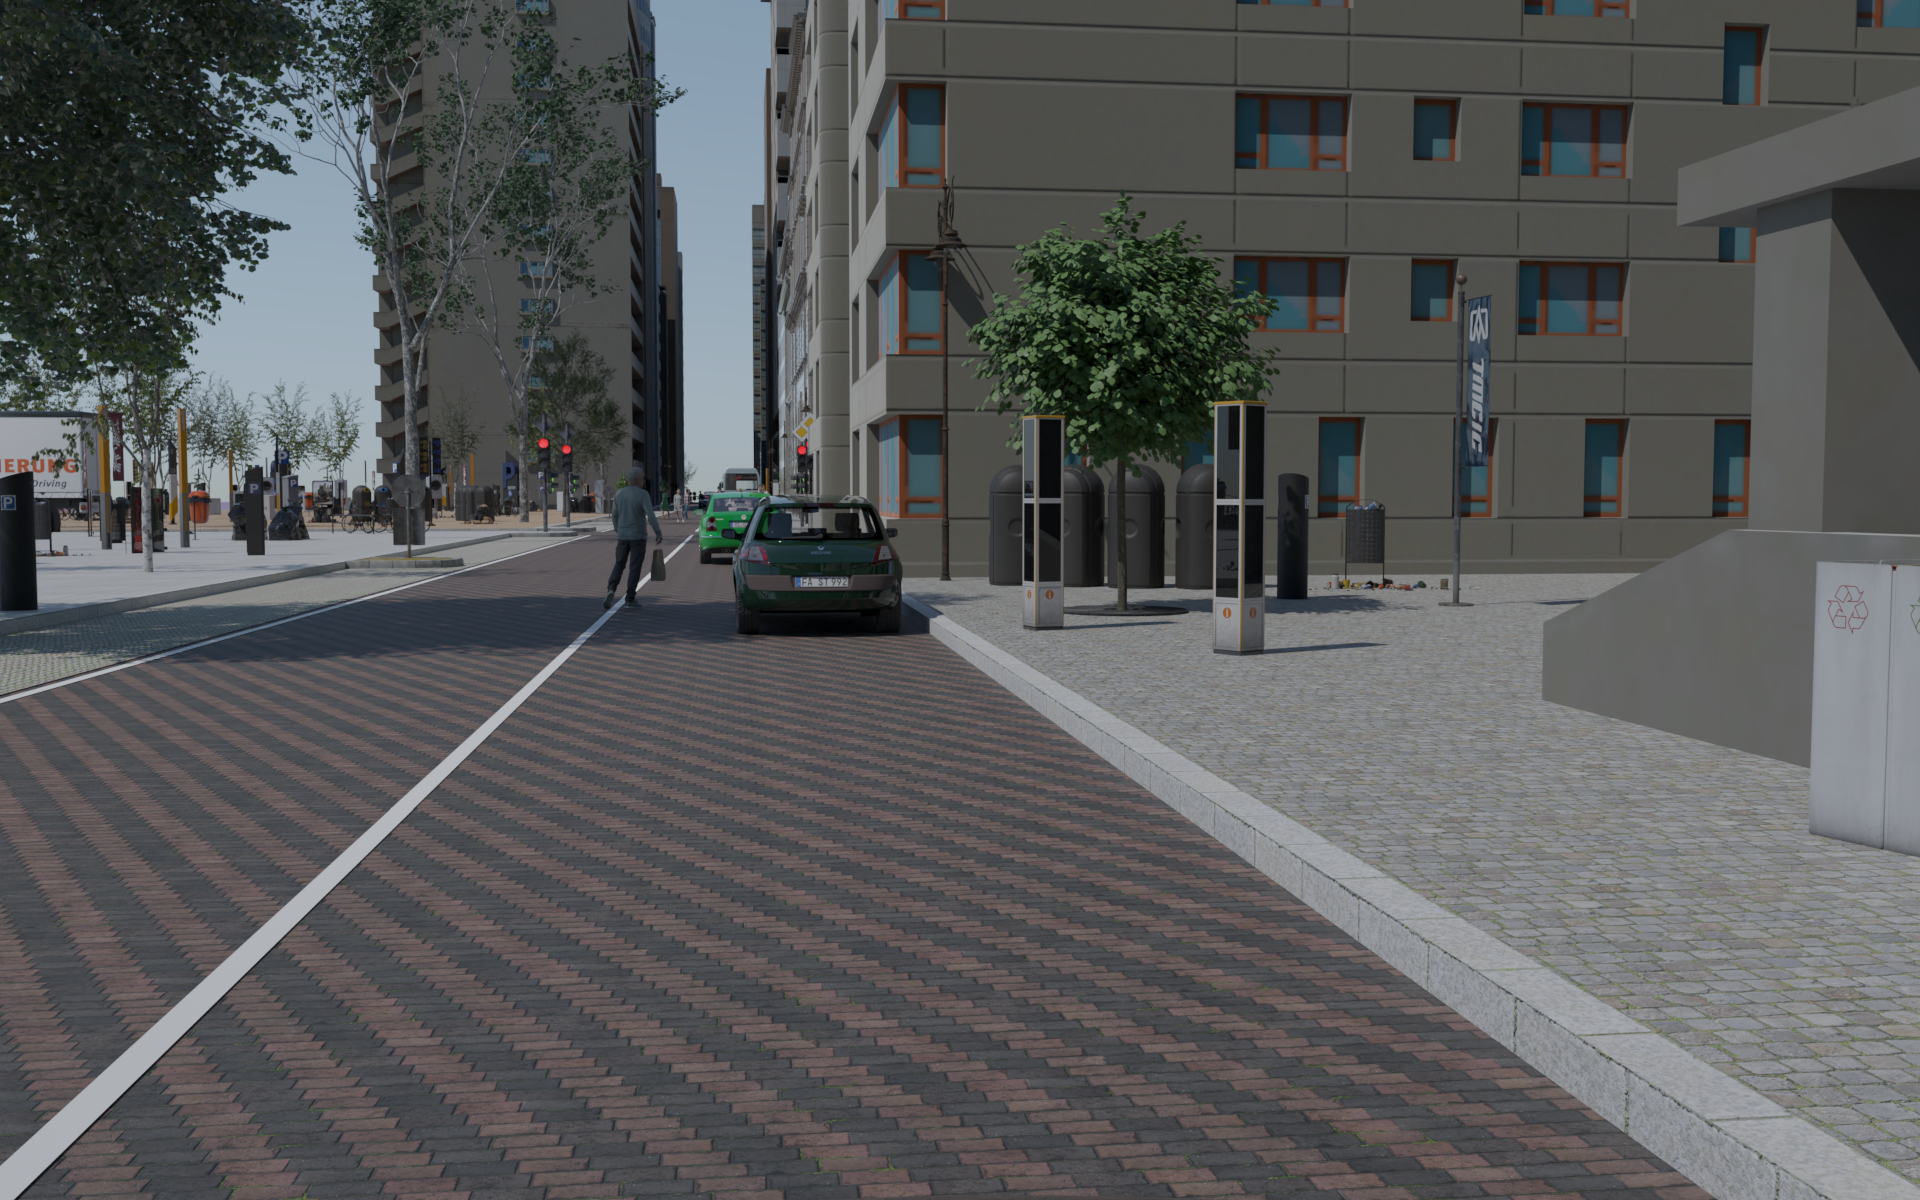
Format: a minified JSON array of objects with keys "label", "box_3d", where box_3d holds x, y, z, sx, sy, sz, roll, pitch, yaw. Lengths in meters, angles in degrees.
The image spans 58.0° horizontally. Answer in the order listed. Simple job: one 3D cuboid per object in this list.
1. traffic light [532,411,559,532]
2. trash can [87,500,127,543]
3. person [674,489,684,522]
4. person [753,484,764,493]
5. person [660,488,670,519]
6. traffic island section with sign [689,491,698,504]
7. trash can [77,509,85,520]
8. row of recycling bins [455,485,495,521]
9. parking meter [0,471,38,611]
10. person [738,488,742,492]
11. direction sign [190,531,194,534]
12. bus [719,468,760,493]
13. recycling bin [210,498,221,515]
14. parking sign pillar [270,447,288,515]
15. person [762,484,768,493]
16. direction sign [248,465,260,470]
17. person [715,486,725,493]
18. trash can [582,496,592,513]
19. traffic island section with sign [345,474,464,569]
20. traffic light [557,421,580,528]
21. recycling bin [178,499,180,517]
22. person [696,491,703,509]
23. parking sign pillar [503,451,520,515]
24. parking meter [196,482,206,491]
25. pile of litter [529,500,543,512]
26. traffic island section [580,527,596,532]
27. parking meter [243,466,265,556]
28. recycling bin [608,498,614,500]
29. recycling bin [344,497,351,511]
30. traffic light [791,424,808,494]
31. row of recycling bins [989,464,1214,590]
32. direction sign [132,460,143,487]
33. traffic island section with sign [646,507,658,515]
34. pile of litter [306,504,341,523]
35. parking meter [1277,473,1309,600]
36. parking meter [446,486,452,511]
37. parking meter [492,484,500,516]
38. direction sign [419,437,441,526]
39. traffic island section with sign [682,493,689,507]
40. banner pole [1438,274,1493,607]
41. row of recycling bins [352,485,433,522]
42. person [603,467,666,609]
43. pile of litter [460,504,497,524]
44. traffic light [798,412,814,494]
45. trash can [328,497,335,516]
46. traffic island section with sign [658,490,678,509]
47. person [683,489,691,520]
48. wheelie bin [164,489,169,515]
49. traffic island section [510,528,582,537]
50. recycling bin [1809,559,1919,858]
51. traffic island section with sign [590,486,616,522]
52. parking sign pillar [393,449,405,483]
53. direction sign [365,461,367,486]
[{"label":"traffic light","box_3d":[-13.985,-4.250,58.416,0.839,4.253,0.868,0,4,-7]},{"label":"trash can","box_3d":[-22.107,-2.050,45.167,0.748,1.137,0.748,0,3,0]},{"label":"person","box_3d":[-14.372,-4.833,88.528,0.512,1.701,0.522,-1,4,-20]},{"label":"person","box_3d":[-8.029,-3.709,69.113,0.622,1.834,0.822,-3,5,-44]},{"label":"person","box_3d":[-16.805,-5.502,98.710,0.529,1.795,0.600,1,4,9]},{"label":"traffic island section with sign","box_3d":[-38.429,-14.576,246.946,1.989,1.847,2.006,0,4,-7]},{"label":"trash can","box_3d":[-44.076,-4.612,87.066,0.748,1.137,0.748,0,3,0]},{"label":"row of recycling bins","box_3d":[-22.980,-4.573,81.880,1.069,1.692,3.534,-2,4,-35]},{"label":"parking meter","box_3d":[-10.417,-0.655,19.127,0.372,1.533,0.369,0,3,0]},{"label":"person","box_3d":[-12.743,-5.607,100.533,0.624,1.780,0.694,2,4,32]},{"label":"direction sign","box_3d":[-24.726,-3.874,55.341,0.379,3.537,0.876,-2,4,-28]},{"label":"bus","box_3d":[-16.383,-8.192,128.799,2.948,3.499,13.247,-1,4,-8]},{"label":"recycling bin","box_3d":[-46.424,-5.817,107.669,0.722,1.027,0.722,-3,5,-40]},{"label":"parking sign pillar","box_3d":[-38.559,-6.702,98.045,1.447,3.967,1.447,0,4,4]},{"label":"person","box_3d":[-8.197,-3.883,72.085,0.679,1.850,0.850,3,4,37]},{"label":"direction sign","box_3d":[-54.634,-8.687,134.036,0.876,3.537,0.379,-1,4,-8]},{"label":"person","box_3d":[-11.712,-4.706,85.244,0.655,1.846,0.447,-3,4,-39]},{"label":"trash can","box_3d":[-24.986,-6.385,116.055,0.748,1.137,0.748,0,3,0]},{"label":"traffic island section with sign","box_3d":[-10.866,-1.555,34.048,1.989,1.847,2.006,0,4,-7]},{"label":"traffic light","box_3d":[-15.010,-4.735,66.335,0.839,4.253,0.868,0,4,-7]},{"label":"recycling bin","box_3d":[-44.107,-5.278,98.853,0.722,1.027,0.722,1,4,14]},{"label":"person","box_3d":[-25.809,-9.930,171.382,0.750,1.759,0.617,-2,4,-34]},{"label":"parking sign pillar","box_3d":[-27.785,-7.280,107.504,1.447,3.967,1.447,2,4,34]},{"label":"parking meter","box_3d":[-38.107,-4.972,87.005,0.399,1.863,0.255,1,4,13]},{"label":"pile of litter","box_3d":[-30.733,-6.824,125.542,1.176,0.858,1.719,0,4,1]},{"label":"traffic island section","box_3d":[-15.051,-2.702,66.465,2.009,0.180,2.903,0,4,-7]},{"label":"parking meter","box_3d":[-14.769,-1.866,36.225,0.399,1.863,0.255,-1,4,-22]},{"label":"recycling bin","box_3d":[-26.060,-7.198,130.247,0.722,1.027,0.722,-1,4,-13]},{"label":"recycling bin","box_3d":[-48.033,-7.512,135.371,0.722,1.027,0.722,-3,4,-38]},{"label":"traffic light","box_3d":[-6.175,-4.806,67.491,0.839,4.253,0.868,0,4,-7]},{"label":"row of recycling bins","box_3d":[2.060,-1.032,23.978,3.534,1.692,1.069,1,4,21]},{"label":"direction sign","box_3d":[-53.835,-7.443,113.688,0.876,3.537,0.379,0,4,1]},{"label":"traffic island section with sign","box_3d":[-21.467,-6.562,115.913,1.989,1.847,2.006,0,4,-7]},{"label":"pile of litter","box_3d":[-28.524,-3.873,77.289,1.719,0.858,1.176,1,4,22]},{"label":"parking meter","box_3d":[4.072,-0.781,21.185,0.372,1.533,0.369,0,3,0]},{"label":"parking meter","box_3d":[-39.129,-7.758,132.549,0.255,1.863,0.399,1,4,21]},{"label":"parking meter","box_3d":[-27.564,-5.951,103.002,0.399,1.863,0.255,1,4,16]},{"label":"direction sign","box_3d":[-21.196,-4.730,69.339,0.876,3.537,0.379,-3,4,-37]},{"label":"traffic island section with sign","box_3d":[-31.259,-11.190,191.591,1.989,1.847,2.006,0,4,-7]},{"label":"banner pole","box_3d":[5.757,-1.807,19.568,0.401,3.779,0.863,-1,4,-14]},{"label":"row of recycling bins","box_3d":[-26.356,-4.483,80.408,3.534,1.692,1.069,-1,4,-22]},{"label":"person","box_3d":[-4.039,-0.774,21.633,0.782,1.767,0.515,1,4,22]},{"label":"pile of litter","box_3d":[-20.436,-3.668,73.942,1.719,0.858,1.176,1,4,16]},{"label":"traffic light","box_3d":[-5.149,-4.321,59.572,0.839,4.253,0.868,0,4,-7]},{"label":"trash can","box_3d":[-36.173,-5.364,99.361,0.748,1.137,0.748,0,3,0]},{"label":"traffic island section with sign","box_3d":[-27.800,-9.555,164.858,1.989,1.847,2.006,0,4,-7]},{"label":"person","box_3d":[-15.402,-5.392,97.493,0.643,1.720,0.563,-2,4,-24]},{"label":"wheelie bin","box_3d":[-48.974,-6.029,106.475,0.693,1.594,0.980,2,4,35]},{"label":"traffic island section","box_3d":[-14.026,-2.218,58.546,2.009,0.180,2.903,0,4,-7]},{"label":"recycling bin","box_3d":[3.664,0.380,6.347,0.722,1.027,0.722,-1,4,-23]},{"label":"traffic island section with sign","box_3d":[-17.997,-4.927,89.181,1.989,1.847,2.006,0,4,-7]},{"label":"parking sign pillar","box_3d":[-33.131,-6.964,102.332,1.447,3.967,1.447,0,4,-5]},{"label":"direction sign","box_3d":[-40.220,-7.660,117.239,0.379,3.537,0.876,-2,4,-24]}]
